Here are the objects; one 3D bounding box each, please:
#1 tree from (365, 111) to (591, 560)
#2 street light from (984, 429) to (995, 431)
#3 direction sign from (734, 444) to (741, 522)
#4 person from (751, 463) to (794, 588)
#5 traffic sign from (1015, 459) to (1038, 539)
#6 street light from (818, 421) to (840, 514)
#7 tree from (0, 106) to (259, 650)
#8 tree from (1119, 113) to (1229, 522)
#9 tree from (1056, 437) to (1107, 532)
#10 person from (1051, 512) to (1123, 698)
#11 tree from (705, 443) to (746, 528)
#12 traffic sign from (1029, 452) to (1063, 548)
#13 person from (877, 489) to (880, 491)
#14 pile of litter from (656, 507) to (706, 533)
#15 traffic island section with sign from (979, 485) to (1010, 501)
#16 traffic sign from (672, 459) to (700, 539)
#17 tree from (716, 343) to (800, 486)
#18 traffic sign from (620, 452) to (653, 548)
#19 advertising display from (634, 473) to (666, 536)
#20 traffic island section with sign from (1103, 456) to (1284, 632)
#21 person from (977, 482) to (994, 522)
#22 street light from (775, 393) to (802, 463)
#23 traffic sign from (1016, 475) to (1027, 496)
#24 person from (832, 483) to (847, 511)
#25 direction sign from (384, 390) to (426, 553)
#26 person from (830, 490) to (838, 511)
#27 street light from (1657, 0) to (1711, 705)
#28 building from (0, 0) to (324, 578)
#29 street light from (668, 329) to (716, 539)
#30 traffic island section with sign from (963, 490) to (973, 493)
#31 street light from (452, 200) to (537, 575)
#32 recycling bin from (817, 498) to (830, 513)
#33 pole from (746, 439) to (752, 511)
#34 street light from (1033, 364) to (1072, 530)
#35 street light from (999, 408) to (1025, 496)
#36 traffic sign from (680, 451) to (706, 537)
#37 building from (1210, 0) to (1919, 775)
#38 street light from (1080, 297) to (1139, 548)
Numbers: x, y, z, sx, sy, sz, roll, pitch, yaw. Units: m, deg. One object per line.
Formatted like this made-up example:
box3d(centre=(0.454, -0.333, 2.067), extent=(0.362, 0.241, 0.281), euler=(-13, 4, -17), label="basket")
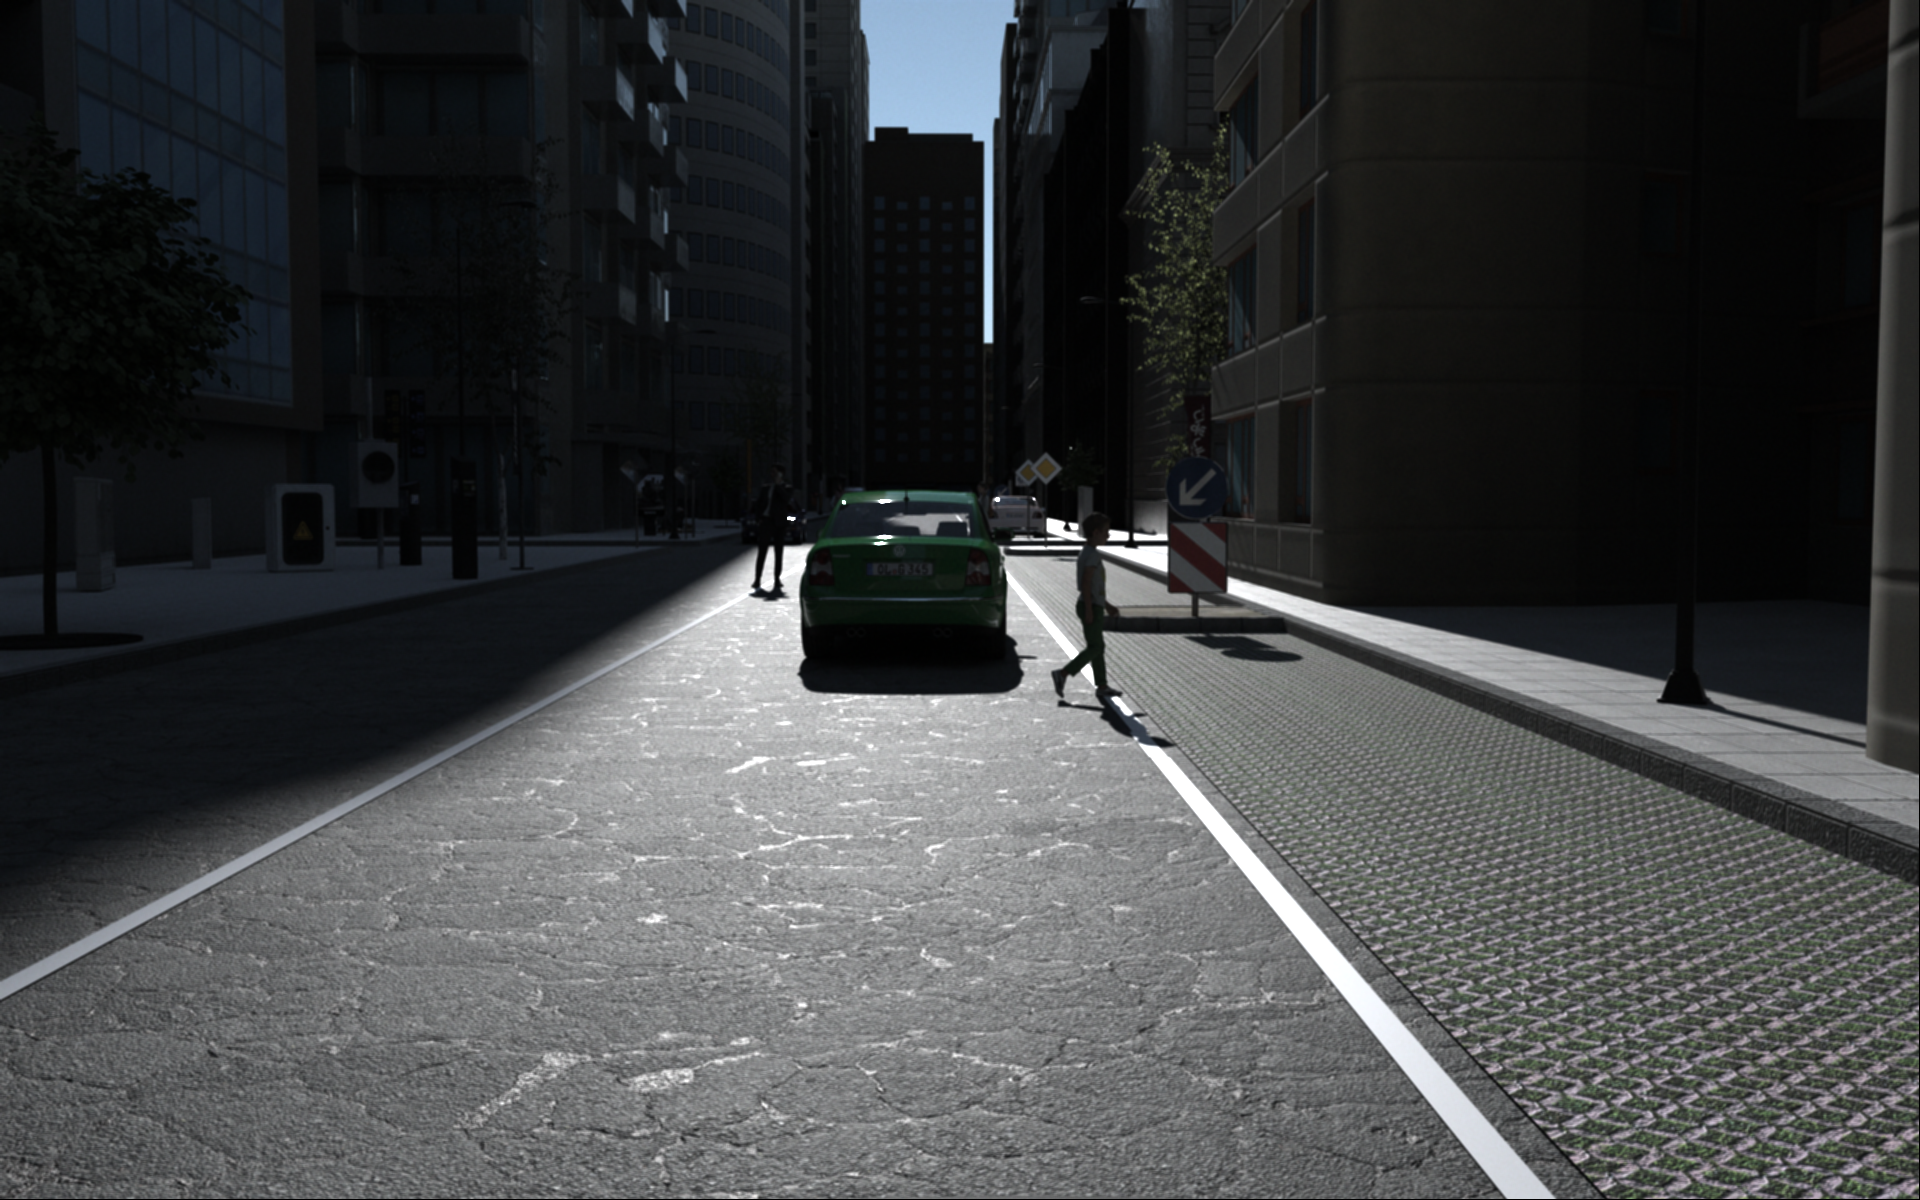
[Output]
box3d(centre=(-8.997, -5.078, 33.395), extent=(4.360, 8.622, 3.978), euler=(0, 3, 0), label="tree")
box3d(centre=(2.405, -9.239, 123.604), extent=(1.470, 5.913, 1.316), euler=(0, 4, -1), label="street light")
box3d(centre=(-10.134, -5.321, 78.989), extent=(0.379, 3.537, 0.876), euler=(0, 4, -7), label="direction sign")
box3d(centre=(-2.884, -1.152, 26.703), extent=(0.648, 1.900, 0.474), euler=(0, 4, 1), label="person")
box3d(centre=(1.939, -2.780, 49.093), extent=(0.795, 2.450, 0.064), euler=(0, 4, -1), label="traffic sign")
box3d(centre=(-8.390, -8.456, 110.794), extent=(1.470, 5.913, 1.316), euler=(0, 4, -1), label="street light")
box3d(centre=(-7.784, -1.896, 14.717), extent=(4.285, 4.588, 4.351), euler=(0, 3, 0), label="tree")
box3d(centre=(5.017, -5.148, 34.526), extent=(4.360, 8.622, 3.978), euler=(0, 3, 0), label="tree")
box3d(centre=(3.918, -3.926, 58.788), extent=(1.663, 3.219, 1.824), euler=(0, 3, 0), label="tree")
box3d(centre=(0.890, 0.037, 12.151), extent=(0.590, 1.304, 0.306), euler=(-2, 4, -25), label="person")
box3d(centre=(-8.808, -4.381, 66.228), extent=(1.663, 3.219, 1.824), euler=(0, 3, 0), label="tree")
box3d(centre=(2.038, -2.292, 41.108), extent=(0.795, 2.450, 0.064), euler=(0, 4, -1), label="traffic sign")
box3d(centre=(-6.083, -7.373, 129.146), extent=(1.348, 1.812, 0.705), euler=(0, 4, 1), label="person")
box3d(centre=(-9.254, -2.648, 57.264), extent=(1.719, 0.858, 1.176), euler=(0, 4, -3), label="pile of litter")
box3d(centre=(1.673, -4.006, 74.133), extent=(1.989, 1.847, 2.006), euler=(0, 4, -1), label="traffic island section with sign")
box3d(centre=(-7.754, -2.774, 48.994), extent=(0.795, 2.450, 0.064), euler=(0, 4, -1), label="traffic sign")
box3d(centre=(-9.569, -8.144, 83.515), extent=(4.737, 8.622, 4.395), euler=(0, 3, 0), label="tree")
box3d(centre=(-7.656, -2.285, 41.009), extent=(0.795, 2.450, 0.064), euler=(0, 4, -1), label="traffic sign")
box3d(centre=(-9.543, -2.941, 53.302), extent=(0.974, 1.923, 0.123), euler=(0, 4, 1), label="advertising display")
box3d(centre=(2.349, -0.621, 18.789), extent=(1.989, 1.847, 2.006), euler=(0, 4, -1), label="traffic island section with sign")
box3d(centre=(0.500, -1.778, 38.571), extent=(0.522, 1.701, 0.512), euler=(-1, 4, -21), label="person")
box3d(centre=(-7.945, -6.552, 79.672), extent=(1.470, 5.913, 1.316), euler=(0, 4, -1), label="street light")
box3d(centre=(3.220, -5.442, 91.114), extent=(0.606, 2.300, 0.079), euler=(0, 4, 4), label="traffic sign")
box3d(centre=(-4.287, -3.265, 61.888), extent=(0.555, 1.821, 0.388), euler=(0, 4, 4), label="person")
box3d(centre=(-12.042, -2.793, 37.665), extent=(0.876, 3.537, 0.379), euler=(0, 4, 2), label="direction sign")
box3d(centre=(-4.717, -3.386, 65.672), extent=(0.330, 1.601, 0.589), euler=(1, 4, 23), label="person")
box3d(centre=(3.933, -2.323, 10.529), extent=(1.470, 5.913, 1.316), euler=(0, 4, -1), label="street light")
box3d(centre=(-21.462, -23.304, 31.127), extent=(14.200, 45.320, 14.600), euler=(0, 4, -1), label="building")
box3d(centre=(-7.559, -4.672, 48.932), extent=(1.470, 5.913, 1.316), euler=(0, 4, -1), label="street light")
box3d(centre=(1.322, -5.667, 101.283), extent=(1.989, 1.847, 2.006), euler=(0, 4, -1), label="traffic island section with sign")
box3d(centre=(-7.379, -3.361, 27.487), extent=(1.470, 5.913, 1.316), euler=(0, 4, -1), label="street light")
box3d(centre=(-9.263, -6.430, 117.682), extent=(0.722, 1.027, 0.722), euler=(1, 4, 17), label="recycling bin")
box3d(centre=(-7.795, -4.290, 63.987), extent=(0.158, 3.312, 0.155), euler=(0, 3, 0), label="pole")
box3d(centre=(3.305, -5.478, 62.113), extent=(1.470, 5.913, 1.316), euler=(0, 4, -1), label="street light")
box3d(centre=(2.908, -7.371, 93.055), extent=(1.470, 5.913, 1.316), euler=(0, 4, -1), label="street light")
box3d(centre=(-7.889, -3.123, 51.167), extent=(0.768, 2.556, 0.104), euler=(0, 4, 6), label="traffic sign")
box3d(centre=(18.133, -10.318, 13.736), extent=(27.650, 21.520, 28.899), euler=(0, 4, -1), label="building")
box3d(centre=(3.534, -4.192, 41.077), extent=(1.470, 5.913, 1.316), euler=(0, 4, -1), label="street light")
